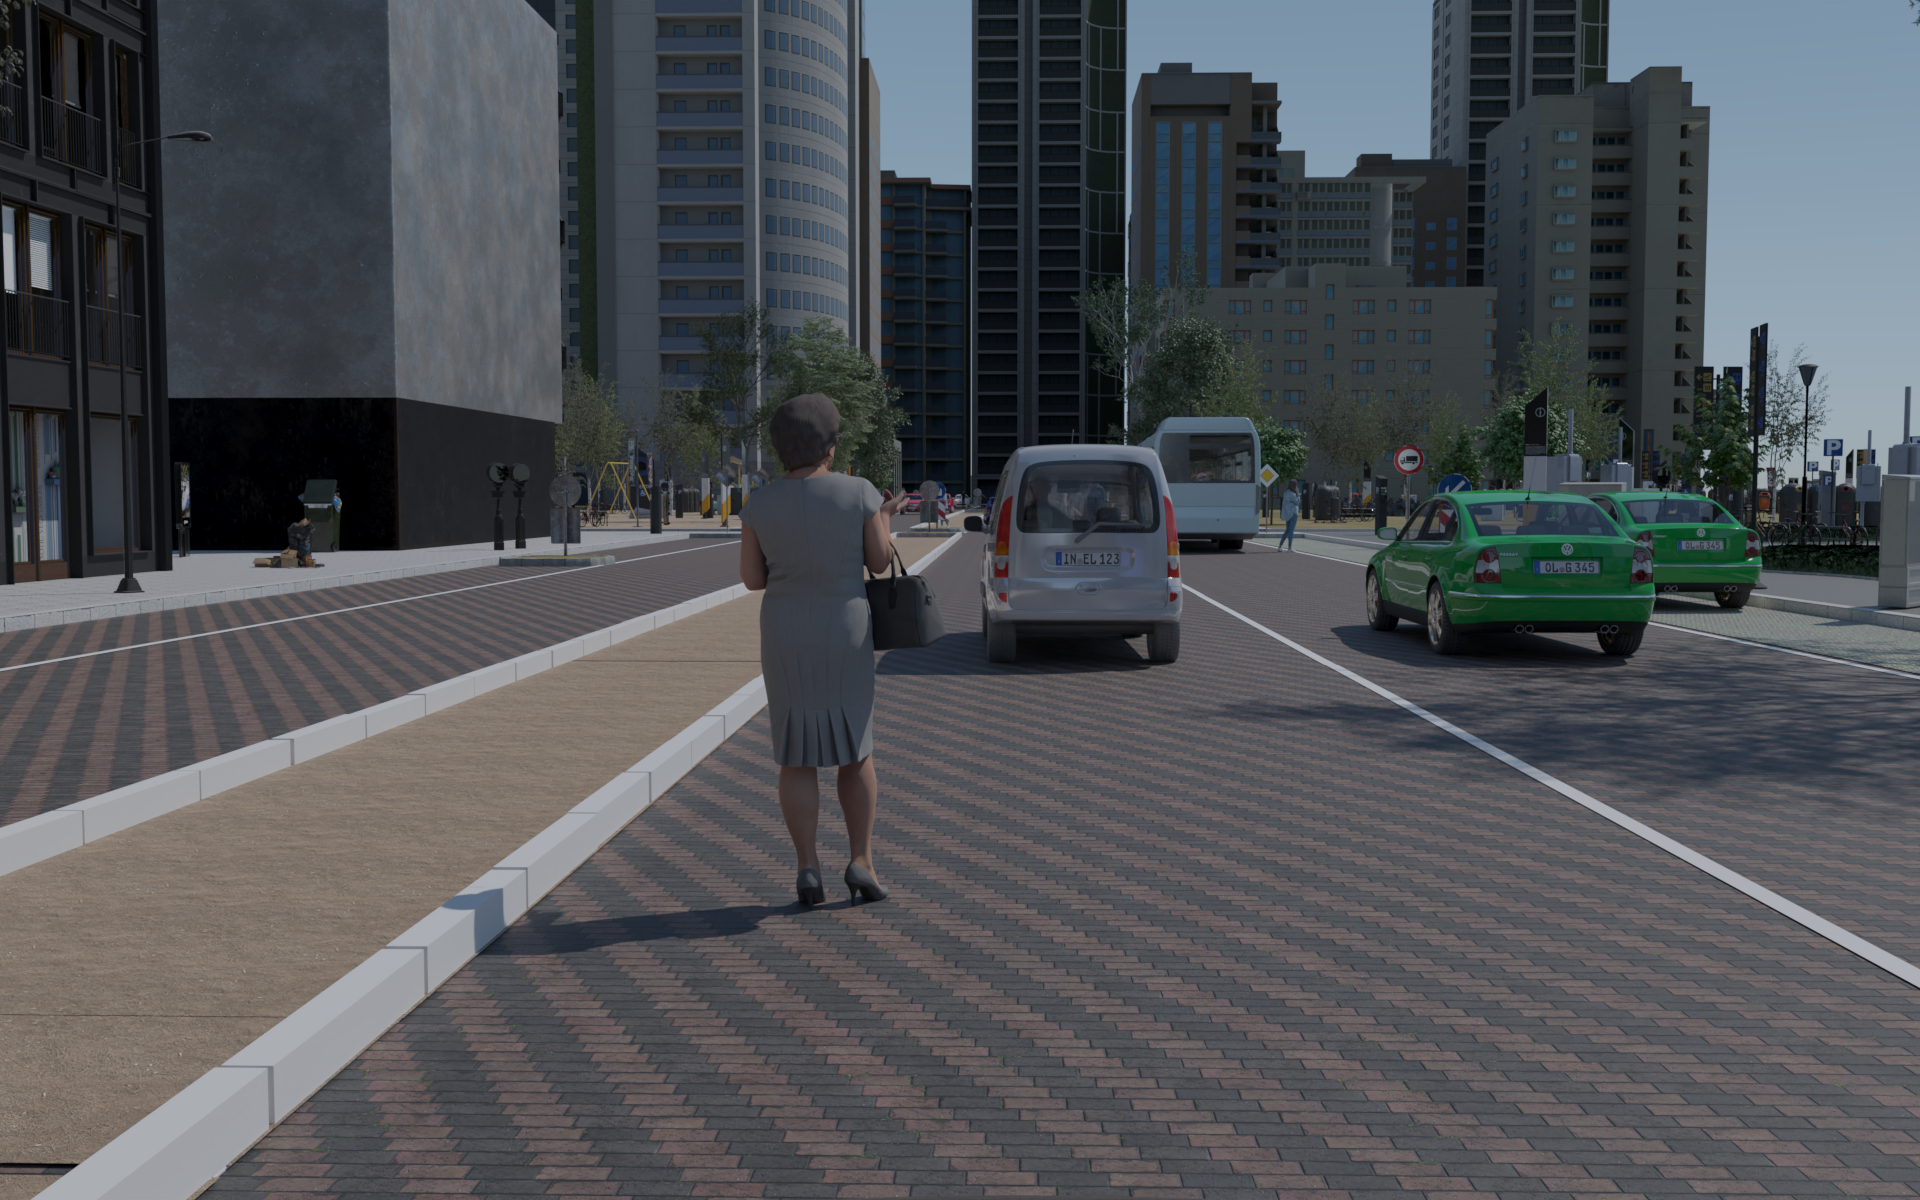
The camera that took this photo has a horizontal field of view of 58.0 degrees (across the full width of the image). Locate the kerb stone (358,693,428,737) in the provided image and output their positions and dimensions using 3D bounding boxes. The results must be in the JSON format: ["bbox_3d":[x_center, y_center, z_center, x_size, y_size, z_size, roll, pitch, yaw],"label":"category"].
[{"bbox_3d":[-3.507,0.717,10.612,0.120,0.150,1.000,0,4,2],"label":"kerb stone"}]

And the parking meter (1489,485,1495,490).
[{"bbox_3d":[34.751,-6.567,113.076,0.399,1.863,0.255,2,4,26],"label":"parking meter"}]

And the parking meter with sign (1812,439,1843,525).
[{"bbox_3d":[27.864,-3.629,55.598,0.543,3.016,1.738,1,4,18],"label":"parking meter with sign"}]

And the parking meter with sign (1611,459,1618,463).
[{"bbox_3d":[32.217,-5.422,84.908,0.543,3.016,1.738,1,4,19],"label":"parking meter with sign"}]

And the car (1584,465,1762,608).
[{"bbox_3d":[8.951,-0.872,23.050,1.959,1.807,4.718,0,4,1],"label":"car"}]

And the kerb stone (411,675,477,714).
[{"bbox_3d":[-3.478,0.646,11.634,0.120,0.150,1.000,0,4,2],"label":"kerb stone"}]

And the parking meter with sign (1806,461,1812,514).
[{"bbox_3d":[43.615,-5.599,87.797,0.543,3.016,1.738,-2,4,-24],"label":"parking meter with sign"}]

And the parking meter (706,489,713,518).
[{"bbox_3d":[-13.209,-5.078,91.442,0.372,1.533,0.369,0,3,0],"label":"parking meter"}]

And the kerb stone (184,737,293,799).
[{"bbox_3d":[-3.577,0.838,8.562,0.120,0.150,1.000,0,4,2],"label":"kerb stone"}]

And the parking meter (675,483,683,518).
[{"bbox_3d":[-14.941,-5.281,92.055,0.399,1.863,0.255,-2,4,-31],"label":"parking meter"}]

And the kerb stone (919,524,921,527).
[{"bbox_3d":[-1.765,-2.896,69.542,0.120,0.150,1.000,0,4,2],"label":"kerb stone"}]

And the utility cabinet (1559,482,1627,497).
[{"bbox_3d":[11.965,-1.476,32.814,1.173,1.500,0.318,3,4,39],"label":"utility cabinet"}]

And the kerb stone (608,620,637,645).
[{"bbox_3d":[-3.322,0.332,16.770,0.120,0.150,1.000,0,4,2],"label":"kerb stone"}]

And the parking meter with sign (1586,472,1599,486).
[{"bbox_3d":[50.144,-8.567,136.332,0.543,3.016,1.738,-3,4,-36],"label":"parking meter with sign"}]

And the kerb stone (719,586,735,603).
[{"bbox_3d":[-3.147,-0.044,22.919,0.120,0.150,1.000,0,4,2],"label":"kerb stone"}]

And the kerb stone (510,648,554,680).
[{"bbox_3d":[-3.418,0.521,13.677,0.120,0.150,1.000,0,4,2],"label":"kerb stone"}]

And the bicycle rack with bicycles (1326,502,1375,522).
[{"bbox_3d":[18.545,-4.143,81.125,2.925,0.926,2.852,0,4,-8],"label":"bicycle rack with bicycles"}]

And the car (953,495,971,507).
[{"bbox_3d":[0.196,-10.958,191.525,2.083,1.381,4.827,0,4,1],"label":"car"}]

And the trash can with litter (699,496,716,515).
[{"bbox_3d":[-15.190,-5.680,104.249,1.055,1.170,0.624,0,4,7],"label":"trash can with litter"}]

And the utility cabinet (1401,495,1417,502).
[{"bbox_3d":[30.884,-6.606,119.165,1.020,1.237,0.306,0,4,3],"label":"utility cabinet"}]

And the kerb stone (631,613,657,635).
[{"bbox_3d":[-3.304,0.269,17.793,0.120,0.150,1.000,0,4,2],"label":"kerb stone"}]

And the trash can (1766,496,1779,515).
[{"bbox_3d":[50.472,-5.871,107.646,0.748,1.137,0.748,0,3,0],"label":"trash can"}]

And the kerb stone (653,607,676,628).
[{"bbox_3d":[-3.268,0.209,18.823,0.120,0.150,1.000,0,4,2],"label":"kerb stone"}]

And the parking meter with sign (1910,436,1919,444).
[{"bbox_3d":[28.466,-3.370,51.363,0.543,3.016,1.738,2,4,25],"label":"parking meter with sign"}]

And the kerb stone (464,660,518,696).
[{"bbox_3d":[-3.452,0.584,12.655,0.120,0.150,1.000,0,4,2],"label":"kerb stone"}]

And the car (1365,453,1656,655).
[{"bbox_3d":[5.166,-0.489,16.794,1.959,1.807,4.718,0,4,2],"label":"car"}]

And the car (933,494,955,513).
[{"bbox_3d":[-1.414,-7.526,132.090,2.155,1.783,4.494,0,4,2],"label":"car"}]

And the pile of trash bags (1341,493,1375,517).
[{"bbox_3d":[21.255,-5.220,95.100,3.447,1.369,1.912,-2,4,-27],"label":"pile of trash bags"}]

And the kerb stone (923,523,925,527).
[{"bbox_3d":[-1.671,-3.084,72.616,0.120,0.150,1.000,0,4,2],"label":"kerb stone"}]

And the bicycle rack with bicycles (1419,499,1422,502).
[{"bbox_3d":[34.800,-7.243,131.803,2.852,0.926,2.925,1,4,19],"label":"bicycle rack with bicycles"}]

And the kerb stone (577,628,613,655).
[{"bbox_3d":[-3.355,0.395,15.741,0.120,0.150,1.000,0,4,2],"label":"kerb stone"}]

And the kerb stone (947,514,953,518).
[{"bbox_3d":[-0.636,-5.214,107.490,0.120,0.150,1.000,0,4,2],"label":"kerb stone"}]

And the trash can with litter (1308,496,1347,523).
[{"bbox_3d":[16.216,-4.005,76.539,2.233,1.210,1.678,-2,4,-24],"label":"trash can with litter"}]

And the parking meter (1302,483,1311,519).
[{"bbox_3d":[17.546,-5.022,87.813,0.255,1.863,0.399,-3,5,-42],"label":"parking meter"}]

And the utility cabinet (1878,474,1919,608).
[{"bbox_3d":[10.824,-0.672,19.673,1.173,1.500,0.318,-3,5,-44],"label":"utility cabinet"}]

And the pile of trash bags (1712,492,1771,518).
[{"bbox_3d":[42.196,-5.164,94.190,3.447,1.369,1.912,1,4,21],"label":"pile of trash bags"}]

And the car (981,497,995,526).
[{"bbox_3d":[1.880,-3.872,75.893,1.945,1.354,3.894,0,4,1],"label":"car"}]

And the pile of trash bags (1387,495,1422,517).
[{"bbox_3d":[26.192,-5.463,99.070,3.447,1.369,1.912,0,4,-2],"label":"pile of trash bags"}]

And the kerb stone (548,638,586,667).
[{"bbox_3d":[-3.382,0.459,14.706,0.120,0.150,1.000,0,4,2],"label":"kerb stone"}]

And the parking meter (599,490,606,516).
[{"bbox_3d":[-20.538,-5.567,99.428,0.372,1.533,0.369,0,3,0],"label":"parking meter"}]

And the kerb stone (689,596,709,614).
[{"bbox_3d":[-3.207,0.081,20.867,0.120,0.150,1.000,0,4,2],"label":"kerb stone"}]

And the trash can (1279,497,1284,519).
[{"bbox_3d":[16.017,-4.485,84.985,0.748,1.137,0.748,0,3,0],"label":"trash can"}]

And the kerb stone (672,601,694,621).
[{"bbox_3d":[-3.235,0.149,19.844,0.120,0.150,1.000,0,4,2],"label":"kerb stone"}]

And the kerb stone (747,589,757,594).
[{"bbox_3d":[-3.087,-0.167,24.968,0.120,0.150,1.000,0,4,2],"label":"kerb stone"}]

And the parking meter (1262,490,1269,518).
[{"bbox_3d":[16.684,-5.265,94.501,0.372,1.533,0.369,0,3,0],"label":"parking meter"}]

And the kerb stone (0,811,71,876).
[{"bbox_3d":[-3.630,0.959,6.519,0.120,0.150,1.000,0,4,2],"label":"kerb stone"}]

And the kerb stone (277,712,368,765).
[{"bbox_3d":[-3.538,0.771,9.590,0.120,0.150,1.000,0,4,2],"label":"kerb stone"}]

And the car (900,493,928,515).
[{"bbox_3d":[-3.238,-6.841,120.887,2.155,1.783,4.494,0,4,1],"label":"car"}]

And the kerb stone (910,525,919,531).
[{"bbox_3d":[-1.797,-2.828,68.515,0.120,0.150,1.000,0,4,2],"label":"kerb stone"}]

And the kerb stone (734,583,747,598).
[{"bbox_3d":[-3.112,-0.107,23.947,0.120,0.150,1.000,0,4,2],"label":"kerb stone"}]

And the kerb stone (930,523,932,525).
[{"bbox_3d":[-1.486,-3.456,78.772,0.120,0.150,1.000,0,4,2],"label":"kerb stone"}]

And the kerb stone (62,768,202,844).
[{"bbox_3d":[-3.604,0.898,7.540,0.120,0.150,1.000,0,4,2],"label":"kerb stone"}]

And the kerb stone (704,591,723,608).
[{"bbox_3d":[-3.177,0.018,21.897,0.120,0.150,1.000,0,4,2],"label":"kerb stone"}]

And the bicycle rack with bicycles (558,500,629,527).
[{"bbox_3d":[-14.940,-3.349,68.136,2.852,0.926,2.925,2,4,27],"label":"bicycle rack with bicycles"}]

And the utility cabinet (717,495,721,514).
[{"bbox_3d":[-14.773,-5.988,109.073,1.020,1.237,0.306,1,4,15],"label":"utility cabinet"}]

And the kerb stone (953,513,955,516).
[{"bbox_3d":[-0.581,-5.342,109.534,0.120,0.150,1.000,0,4,2],"label":"kerb stone"}]

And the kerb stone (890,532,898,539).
[{"bbox_3d":[-2.146,-2.112,56.734,0.120,0.150,1.000,0,4,2],"label":"kerb stone"}]
